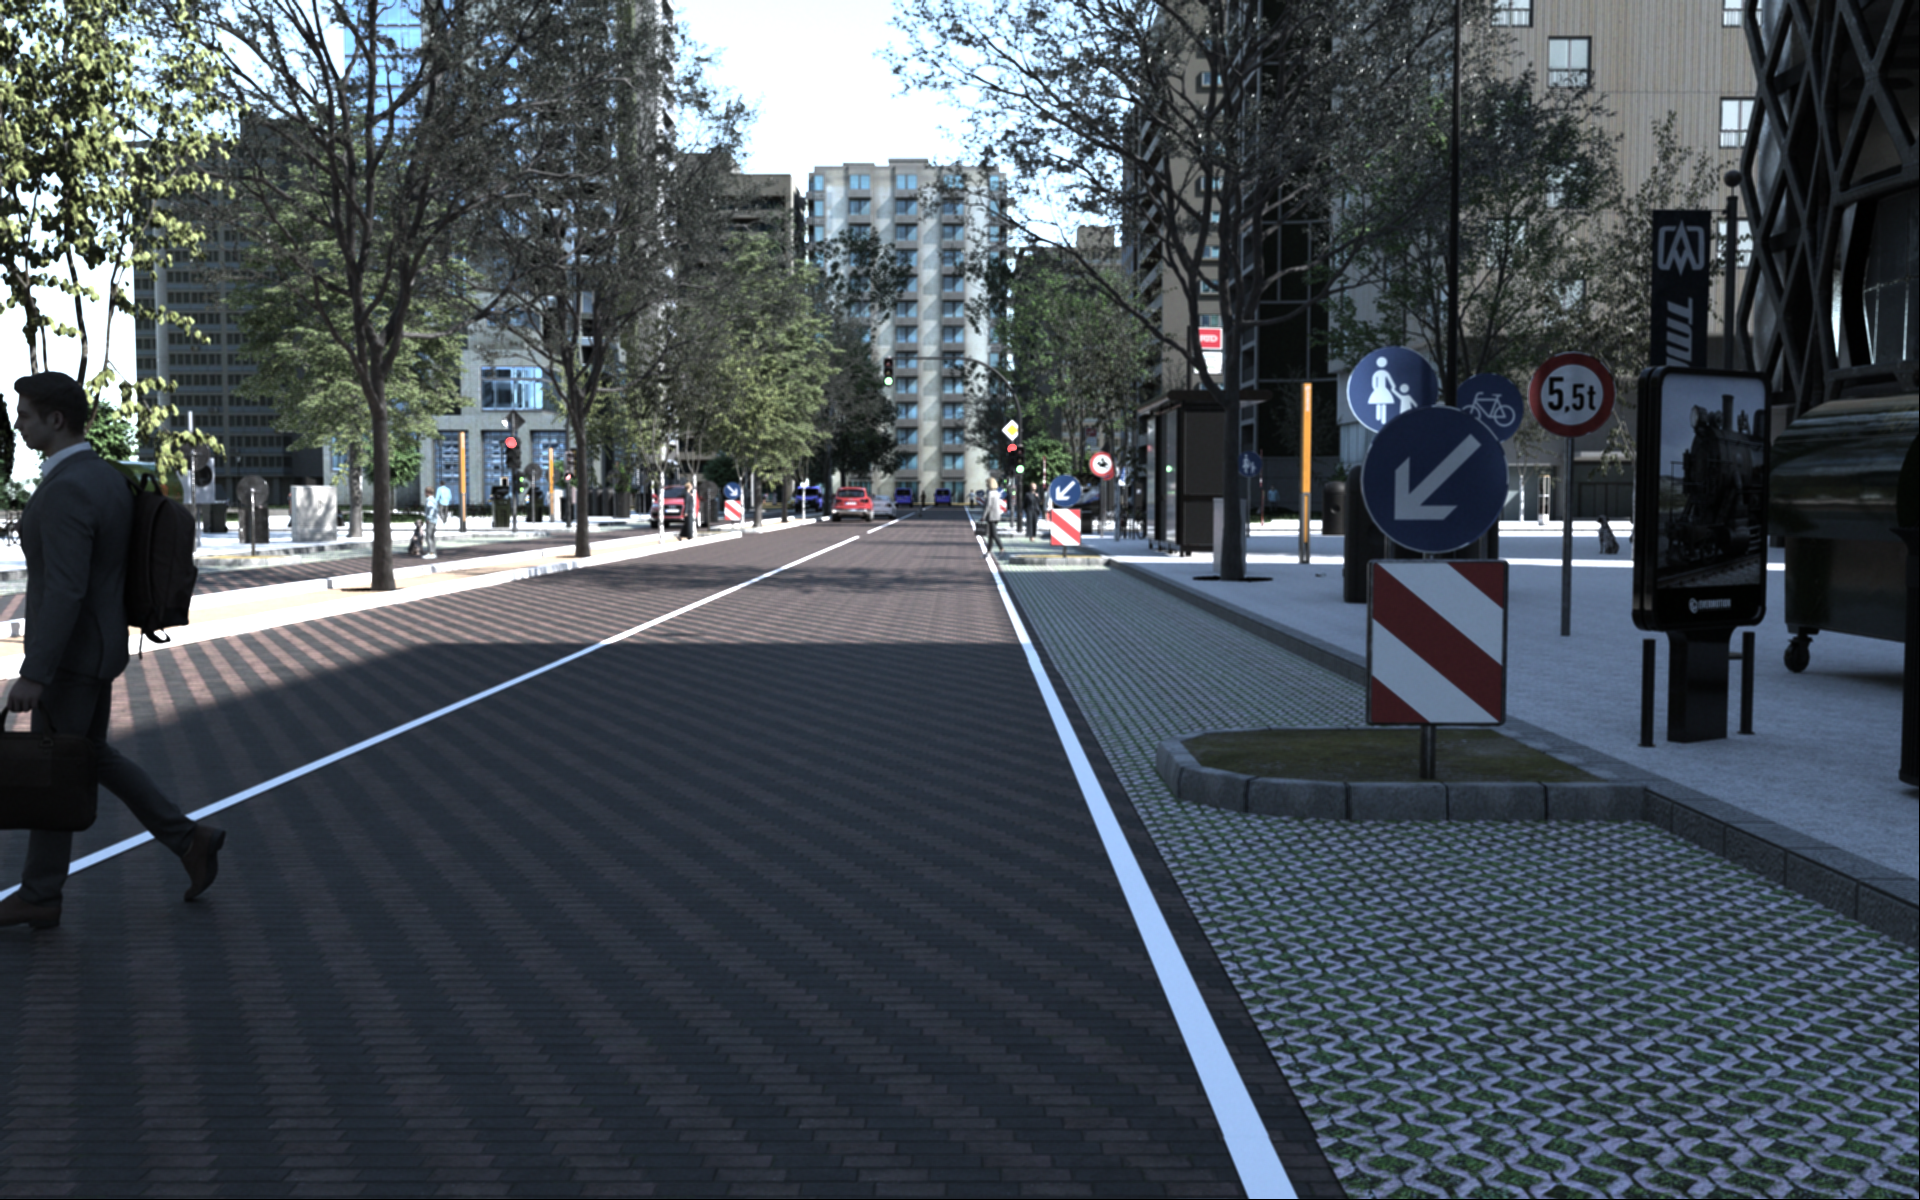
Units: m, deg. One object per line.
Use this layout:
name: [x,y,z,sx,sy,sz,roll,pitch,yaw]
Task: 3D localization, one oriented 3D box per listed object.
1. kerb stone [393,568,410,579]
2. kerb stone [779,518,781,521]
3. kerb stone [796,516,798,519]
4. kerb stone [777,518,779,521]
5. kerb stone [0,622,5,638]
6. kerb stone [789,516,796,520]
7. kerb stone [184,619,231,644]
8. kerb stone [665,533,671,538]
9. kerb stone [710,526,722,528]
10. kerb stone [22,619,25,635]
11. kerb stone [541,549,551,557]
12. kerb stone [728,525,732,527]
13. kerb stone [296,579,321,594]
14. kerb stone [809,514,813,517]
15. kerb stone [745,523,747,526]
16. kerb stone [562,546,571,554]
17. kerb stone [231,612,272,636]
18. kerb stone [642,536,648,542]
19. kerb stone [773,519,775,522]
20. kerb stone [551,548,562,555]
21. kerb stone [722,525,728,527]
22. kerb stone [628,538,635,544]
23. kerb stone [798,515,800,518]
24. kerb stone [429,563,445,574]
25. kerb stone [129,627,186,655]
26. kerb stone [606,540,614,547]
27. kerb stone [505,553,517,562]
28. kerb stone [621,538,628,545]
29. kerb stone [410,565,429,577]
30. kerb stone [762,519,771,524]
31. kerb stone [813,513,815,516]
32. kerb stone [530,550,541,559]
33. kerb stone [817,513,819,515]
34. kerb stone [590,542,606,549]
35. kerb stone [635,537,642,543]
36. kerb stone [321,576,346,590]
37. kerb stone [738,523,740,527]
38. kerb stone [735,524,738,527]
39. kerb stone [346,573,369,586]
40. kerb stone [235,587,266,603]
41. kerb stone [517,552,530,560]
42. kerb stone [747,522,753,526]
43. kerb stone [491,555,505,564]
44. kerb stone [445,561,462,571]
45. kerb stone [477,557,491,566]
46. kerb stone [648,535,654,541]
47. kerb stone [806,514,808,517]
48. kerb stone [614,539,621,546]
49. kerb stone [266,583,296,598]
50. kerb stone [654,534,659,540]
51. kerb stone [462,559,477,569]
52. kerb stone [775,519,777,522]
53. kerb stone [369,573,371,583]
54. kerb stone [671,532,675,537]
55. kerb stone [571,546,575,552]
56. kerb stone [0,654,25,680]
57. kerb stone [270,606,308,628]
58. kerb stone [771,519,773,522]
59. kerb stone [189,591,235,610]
kerb stone: [-9.548,-0.430,29.226,0.120,0.150,1.000,0,3,0]
kerb stone: [-9.557,-4.165,90.297,0.120,0.150,1.000,0,3,0]
kerb stone: [-9.553,-4.729,99.526,0.120,0.150,1.000,0,3,0]
kerb stone: [-9.554,-4.098,89.260,0.120,0.150,1.000,0,3,0]
kerb stone: [-9.539,0.321,16.943,0.120,0.150,1.000,0,3,0]
kerb stone: [-9.562,-4.667,98.502,0.120,0.150,1.000,0,3,0]
kerb stone: [-7.446,0.319,16.984,0.120,0.150,1.000,0,3,0]
kerb stone: [-9.551,-2.057,55.879,0.120,0.150,1.000,0,3,0]
kerb stone: [-9.543,-2.786,67.738,0.120,0.150,1.000,0,3,0]
kerb stone: [-9.549,0.259,17.968,0.120,0.150,1.000,0,3,0]
kerb stone: [-9.550,-1.057,39.479,0.120,0.150,1.000,0,3,0]
kerb stone: [-9.552,-2.973,70.810,0.120,0.150,1.000,0,3,0]
kerb stone: [-9.553,-0.180,25.138,0.120,0.150,1.000,0,3,0]
kerb stone: [-9.560,-5.356,109.774,0.120,0.150,1.000,0,3,0]
kerb stone: [-9.554,-3.287,75.939,0.120,0.150,1.000,0,3,0]
kerb stone: [-9.549,-1.176,41.523,0.120,0.150,1.000,0,3,0]
kerb stone: [-7.438,0.263,18.007,0.120,0.150,1.000,0,3,0]
kerb stone: [-9.544,-1.803,51.778,0.120,0.150,1.000,0,3,0]
kerb stone: [-9.555,-3.976,87.209,0.120,0.150,1.000,0,3,0]
kerb stone: [-9.552,-1.120,40.501,0.120,0.150,1.000,0,3,0]
kerb stone: [-9.559,-2.904,69.788,0.120,0.150,1.000,0,3,0]
kerb stone: [-9.546,-1.684,49.728,0.120,0.150,1.000,0,3,0]
kerb stone: [-9.556,-4.792,100.548,0.120,0.150,1.000,0,3,0]
kerb stone: [-9.549,-0.556,31.279,0.120,0.150,1.000,0,3,0]
kerb stone: [-7.442,0.387,15.960,0.120,0.150,1.000,0,3,0]
kerb stone: [-9.551,-1.491,46.646,0.120,0.150,1.000,0,3,0]
kerb stone: [-9.547,-0.866,36.405,0.120,0.150,1.000,0,3,0]
kerb stone: [-9.552,-1.621,48.698,0.120,0.150,1.000,0,3,0]
kerb stone: [-9.540,-0.493,30.257,0.120,0.150,1.000,0,3,0]
kerb stone: [-9.553,-3.851,85.161,0.120,0.150,1.000,0,3,0]
kerb stone: [-9.559,-5.417,110.796,0.120,0.150,1.000,0,3,0]
kerb stone: [-9.539,-0.995,38.457,0.120,0.150,1.000,0,3,0]
kerb stone: [-9.568,-5.607,113.863,0.120,0.150,1.000,0,3,0]
kerb stone: [-9.545,-1.433,45.620,0.120,0.150,1.000,0,3,0]
kerb stone: [-9.546,-1.746,50.750,0.120,0.150,1.000,0,3,0]
kerb stone: [-9.545,-0.242,26.160,0.120,0.150,1.000,0,3,0]
kerb stone: [-9.549,-3.159,73.890,0.120,0.150,1.000,0,3,0]
kerb stone: [-9.565,-3.095,72.861,0.120,0.150,1.000,0,3,0]
kerb stone: [-9.543,-0.305,27.182,0.120,0.150,1.000,0,3,0]
kerb stone: [-9.543,-0.055,23.090,0.120,0.150,1.000,0,3,0]
kerb stone: [-9.544,-0.932,37.434,0.120,0.150,1.000,0,3,0]
kerb stone: [-9.555,-3.412,77.987,0.120,0.150,1.000,0,3,0]
kerb stone: [-9.543,-0.802,35.380,0.120,0.150,1.000,0,3,0]
kerb stone: [-9.548,-0.618,32.305,0.120,0.150,1.000,0,3,0]
kerb stone: [-9.544,-0.743,34.352,0.120,0.150,1.000,0,3,0]
kerb stone: [-9.557,-1.872,52.800,0.120,0.150,1.000,0,3,0]
kerb stone: [-9.562,-5.105,105.671,0.120,0.150,1.000,0,3,0]
kerb stone: [-9.552,-1.558,47.667,0.120,0.150,1.000,0,3,0]
kerb stone: [-9.540,-0.117,24.112,0.120,0.150,1.000,0,3,0]
kerb stone: [-9.550,-1.930,53.826,0.120,0.150,1.000,0,3,0]
kerb stone: [-9.538,-0.679,33.327,0.120,0.150,1.000,0,3,0]
kerb stone: [-9.550,-4.039,88.236,0.120,0.150,1.000,0,3,0]
kerb stone: [-9.555,-0.363,28.204,0.120,0.150,1.000,0,3,0]
kerb stone: [-9.549,-2.123,56.901,0.120,0.150,1.000,0,3,0]
kerb stone: [-9.552,-1.245,42.545,0.120,0.150,1.000,0,3,0]
kerb stone: [-7.437,0.507,13.905,0.120,0.150,1.000,0,3,0]
kerb stone: [-7.442,0.194,19.031,0.120,0.150,1.000,0,3,0]
kerb stone: [-9.555,-3.914,86.186,0.120,0.150,1.000,0,3,0]
kerb stone: [-9.538,0.010,22.067,0.120,0.150,1.000,0,3,0]
